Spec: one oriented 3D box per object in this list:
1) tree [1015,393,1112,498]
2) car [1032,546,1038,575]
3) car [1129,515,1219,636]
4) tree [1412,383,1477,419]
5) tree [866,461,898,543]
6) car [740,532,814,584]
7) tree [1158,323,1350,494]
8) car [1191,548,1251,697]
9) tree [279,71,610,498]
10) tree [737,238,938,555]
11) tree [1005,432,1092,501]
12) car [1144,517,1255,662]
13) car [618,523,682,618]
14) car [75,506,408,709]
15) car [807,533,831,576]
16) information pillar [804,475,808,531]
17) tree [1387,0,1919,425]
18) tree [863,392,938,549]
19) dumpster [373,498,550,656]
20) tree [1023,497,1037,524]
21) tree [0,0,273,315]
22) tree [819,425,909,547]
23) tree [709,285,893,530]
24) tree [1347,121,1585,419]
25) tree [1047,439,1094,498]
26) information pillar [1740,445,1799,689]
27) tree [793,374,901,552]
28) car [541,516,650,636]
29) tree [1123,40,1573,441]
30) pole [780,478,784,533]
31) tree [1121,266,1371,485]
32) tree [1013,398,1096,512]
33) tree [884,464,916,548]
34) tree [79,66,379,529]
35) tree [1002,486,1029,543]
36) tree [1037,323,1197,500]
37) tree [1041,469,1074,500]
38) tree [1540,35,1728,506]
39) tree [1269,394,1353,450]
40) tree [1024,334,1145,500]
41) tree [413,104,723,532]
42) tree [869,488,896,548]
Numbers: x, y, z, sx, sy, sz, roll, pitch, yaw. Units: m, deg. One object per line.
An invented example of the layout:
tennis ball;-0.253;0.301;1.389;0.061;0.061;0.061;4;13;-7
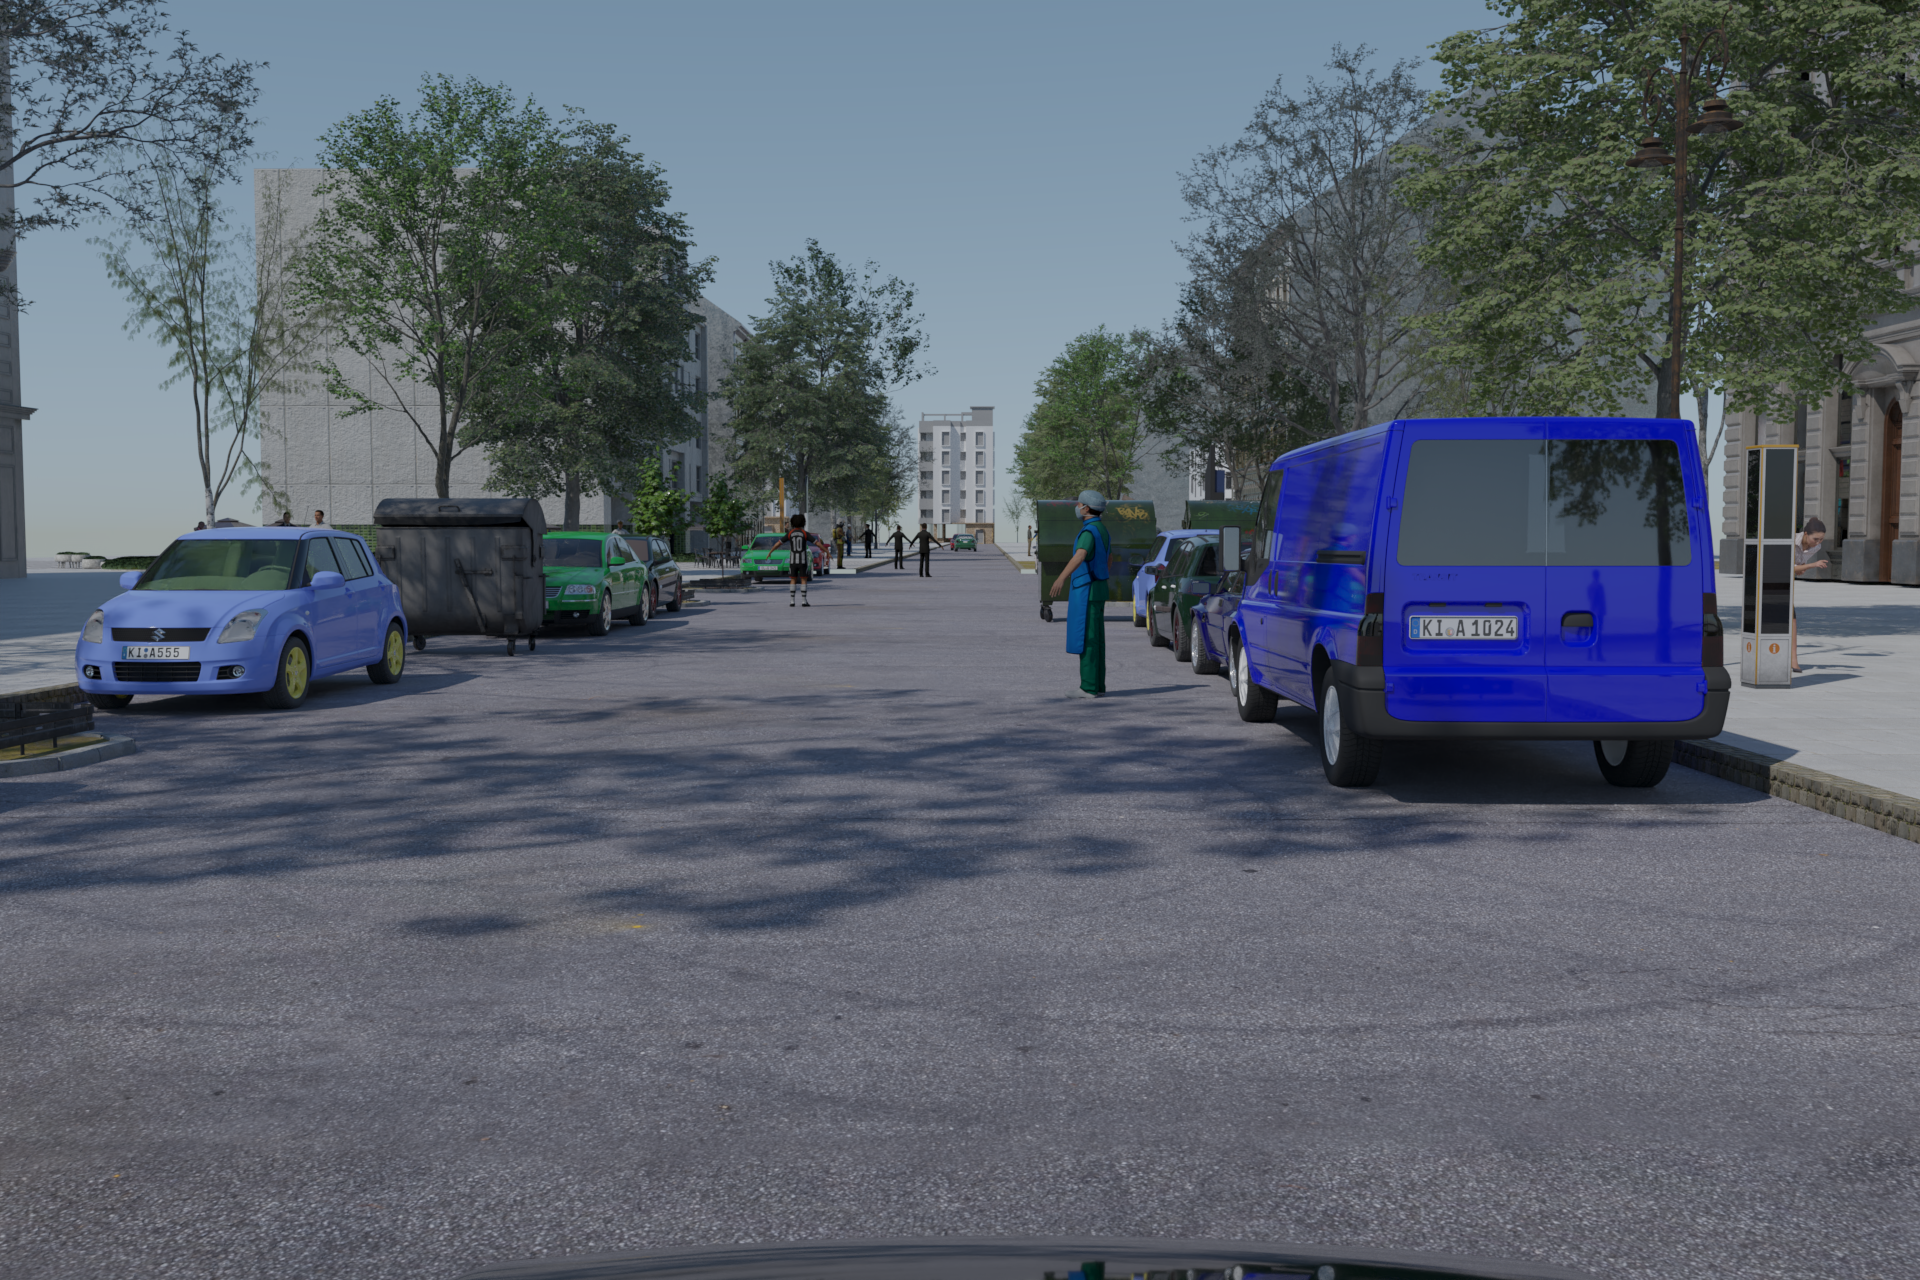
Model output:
tree;7.851;-12.198;125.186;9.928;11.665;9.643;0;3;0
car;3.660;-3.066;62.490;2.083;1.381;4.827;0;4;1
car;3.489;-0.978;25.579;1.945;1.707;3.694;0;4;1
tree;22.909;-7.976;80.778;4.737;8.622;4.395;0;3;0
tree;-12.509;-20.583;254.658;7.486;12.596;7.792;0;3;0
car;-5.387;-2.596;51.235;1.959;1.807;4.718;0;4;1
tree;12.529;-8.351;70.948;8.767;10.594;7.601;-2;4;-28
car;3.251;-0.242;16.531;1.945;1.354;3.894;0;4;0
tree;-11.771;-6.956;39.482;9.928;11.665;9.643;0;3;0
tree;-7.652;-15.515;109.554;12.611;20.169;13.585;0;3;0
tree;8.207;-14.356;160.471;9.928;11.665;9.643;0;3;0
car;3.277;-0.675;20.822;2.009;1.686;4.222;0;4;0
car;-6.034;-1.275;30.636;2.009;1.686;4.222;0;4;1
car;-6.253;-0.350;15.313;1.945;1.707;3.694;0;4;1
car;-5.524;-3.123;60.108;2.155;1.783;4.494;0;4;1
information pillar;-6.095;-4.733;68.734;0.183;3.616;0.504;0;4;1
tree;9.400;-6.340;21.787;7.486;12.596;7.792;0;3;0
tree;-7.099;-14.554;148.331;12.009;13.543;11.850;0;3;0
dumpster;-5.966;-0.767;20.748;1.865;1.857;1.264;0;4;1
tree;11.842;-18.601;254.484;4.360;8.622;3.978;0;3;0
tree;-12.151;-6.462;16.028;12.009;13.543;11.850;0;3;0
tree;-7.541;-12.145;132.982;7.601;10.594;8.767;-1;4;-23
tree;-8.099;-11.219;90.092;9.857;13.997;8.962;0;3;0
tree;9.531;-4.933;31.011;4.360;8.622;3.978;0;3;0
tree;7.300;-9.753;109.829;4.360;8.622;3.978;0;3;0
information pillar;6.730;-0.607;14.414;0.304;2.012;0.304;0;4;0
tree;-8.009;-12.525;122.912;7.486;12.596;7.792;0;3;0
car;-5.819;-1.037;25.758;1.959;1.807;4.718;0;4;1
tree;9.690;-8.098;42.771;12.009;13.543;11.850;0;3;0
pole;-6.482;-4.236;63.100;0.158;3.312;0.155;0;3;0
tree;9.590;-7.591;58.532;8.767;10.594;7.601;1;4;8
tree;7.747;-13.723;142.493;7.486;12.596;7.792;0;3;0
tree;-6.535;-13.080;164.222;4.737;8.622;4.395;0;3;0
tree;-12.428;-4.756;28.122;4.360;8.622;3.978;0;3;0
tree;8.905;-19.006;261.112;4.360;8.622;3.978;0;3;0
tree;7.528;-9.689;84.173;9.928;11.665;9.643;0;3;0
tree;7.903;-11.108;131.982;4.737;8.622;4.395;0;3;0
tree;28.029;-12.960;67.786;12.611;20.169;13.585;0;3;0
tree;16.148;-8.035;81.728;4.360;8.622;3.978;0;3;0
tree;7.096;-11.050;98.787;7.486;12.596;7.792;0;3;0
tree;-12.026;-8.976;53.407;9.857;13.997;8.962;0;3;0
tree;-7.484;-12.706;158.110;4.737;8.622;4.395;0;3;0
